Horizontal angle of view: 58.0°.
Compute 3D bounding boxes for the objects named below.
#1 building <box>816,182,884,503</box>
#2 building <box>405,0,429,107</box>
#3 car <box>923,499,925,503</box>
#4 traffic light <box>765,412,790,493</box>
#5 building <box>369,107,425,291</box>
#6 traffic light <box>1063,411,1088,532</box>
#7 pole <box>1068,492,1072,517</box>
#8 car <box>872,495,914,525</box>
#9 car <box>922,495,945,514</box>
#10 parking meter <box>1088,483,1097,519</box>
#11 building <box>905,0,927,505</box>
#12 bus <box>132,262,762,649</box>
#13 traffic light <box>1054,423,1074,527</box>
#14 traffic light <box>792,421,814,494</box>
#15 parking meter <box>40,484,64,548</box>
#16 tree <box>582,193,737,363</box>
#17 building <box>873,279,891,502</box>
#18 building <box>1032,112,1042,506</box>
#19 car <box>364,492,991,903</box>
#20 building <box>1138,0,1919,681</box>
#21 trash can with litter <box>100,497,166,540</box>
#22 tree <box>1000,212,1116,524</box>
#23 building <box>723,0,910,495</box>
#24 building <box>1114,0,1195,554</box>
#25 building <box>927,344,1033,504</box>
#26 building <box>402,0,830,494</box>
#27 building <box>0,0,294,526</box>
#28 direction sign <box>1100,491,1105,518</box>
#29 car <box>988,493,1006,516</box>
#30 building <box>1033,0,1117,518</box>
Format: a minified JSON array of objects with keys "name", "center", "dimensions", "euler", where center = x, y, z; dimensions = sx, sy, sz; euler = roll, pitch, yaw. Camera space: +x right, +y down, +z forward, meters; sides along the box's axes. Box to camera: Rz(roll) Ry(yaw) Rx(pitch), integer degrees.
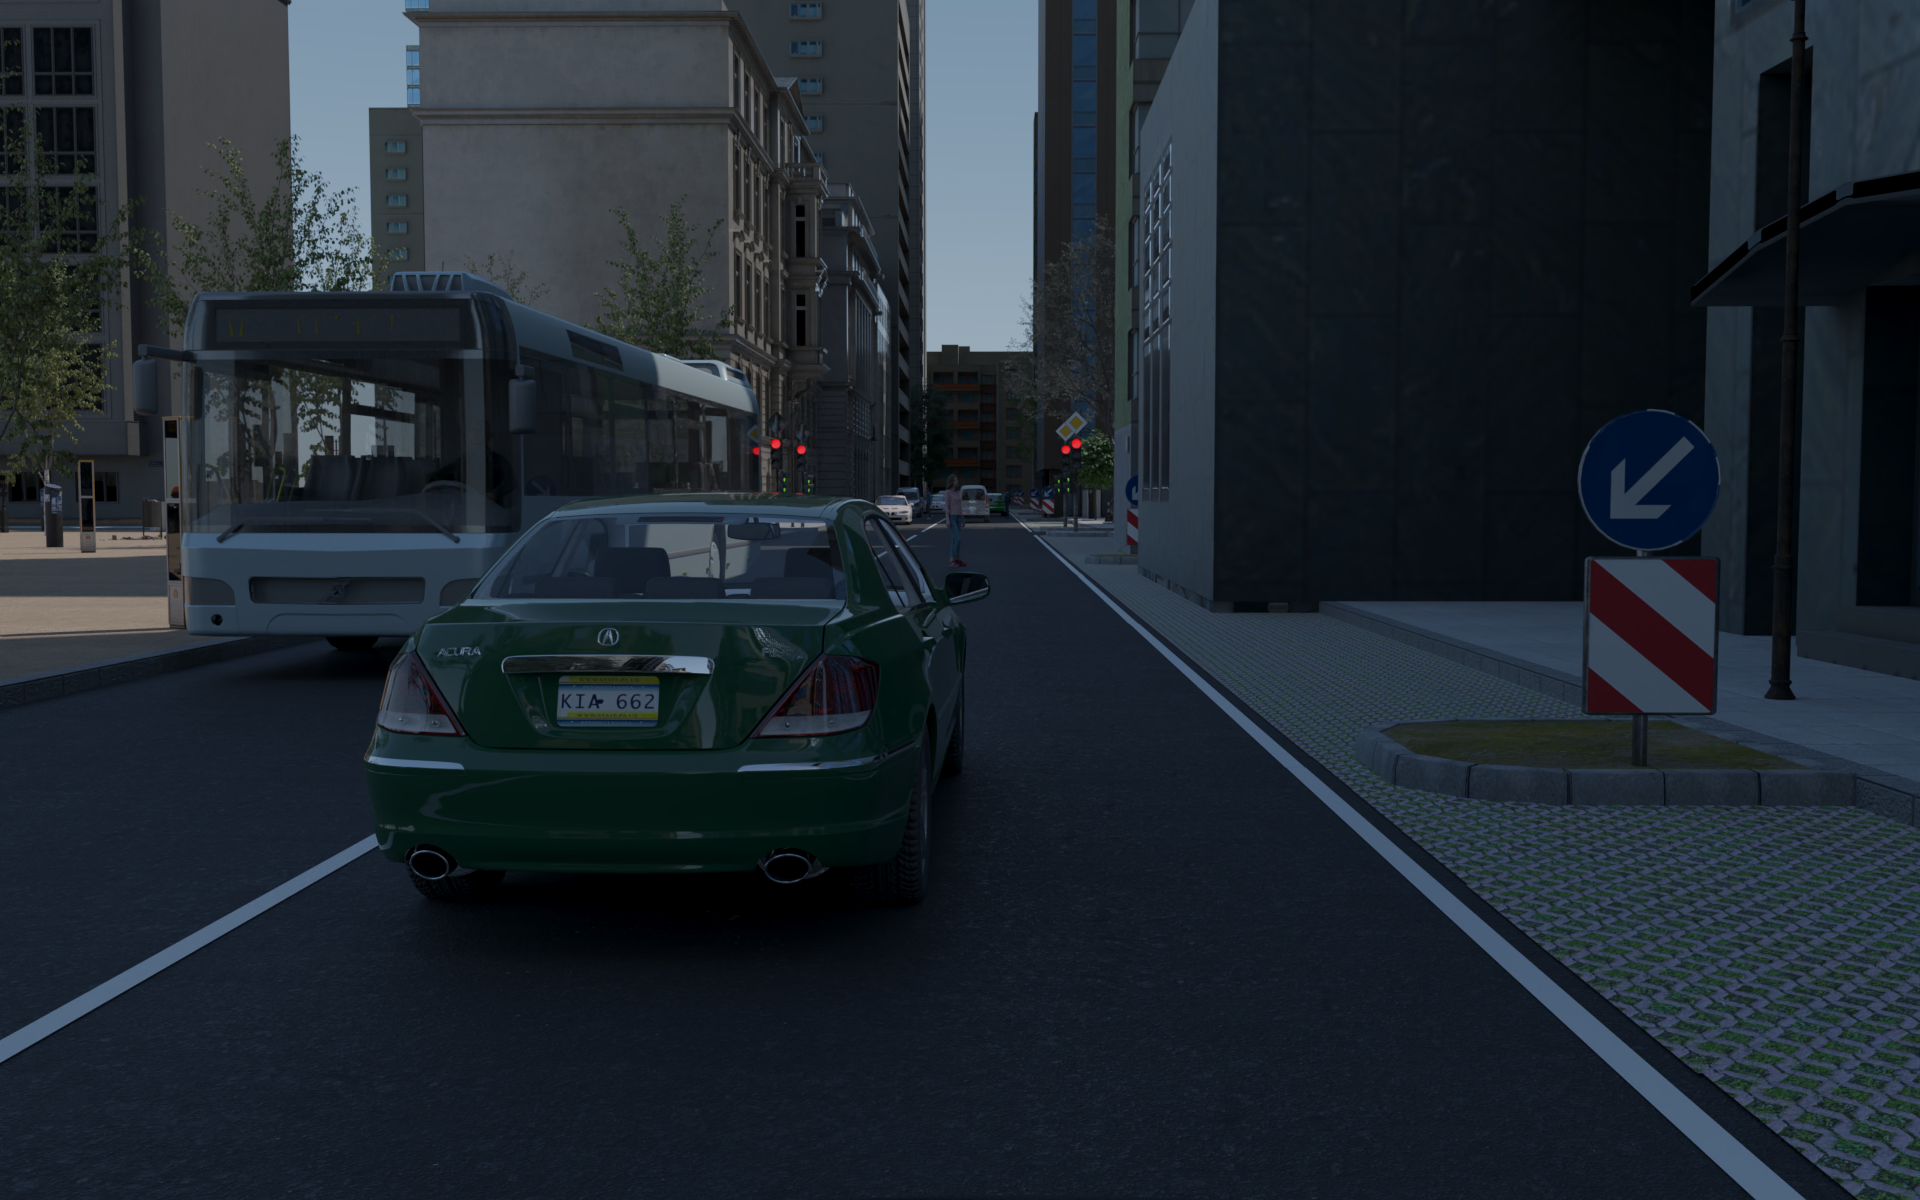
[{"name":"building","center":[-12.269,-16.573,112.768],"dimensions":[13.314,21.916,24.055],"euler":[0,4,1]},{"name":"building","center":[-61.589,-56.470,235.959],"dimensions":[31.000,86.520,22.319],"euler":[0,4,1]},{"name":"car","center":[-2.530,-9.094,161.269],"dimensions":[1.945,1.354,3.894],"euler":[0,4,2]},{"name":"traffic light","center":[-6.200,-4.277,58.851],"dimensions":[0.839,4.253,0.868],"euler":[0,4,1]},{"name":"building","center":[-56.336,-35.714,207.632],"dimensions":[21.600,48.544,21.300],"euler":[0,4,1]},{"name":"traffic light","center":[3.910,-4.268,58.699],"dimensions":[0.839,4.253,0.868],"euler":[0,4,1]},{"name":"pole","center":[6.089,-6.227,95.651],"dimensions":[0.158,3.312,0.155],"euler":[0,3,0]},{"name":"car","center":[-3.204,-4.225,81.443],"dimensions":[2.083,1.381,4.827],"euler":[0,4,0]},{"name":"car","center":[-1.786,-7.066,127.888],"dimensions":[2.083,1.381,4.827],"euler":[0,4,0]},{"name":"parking meter","center":[6.799,-5.093,88.979],"dimensions":[0.255,1.863,0.399],"euler":[-3,5,-40]},{"name":"building","center":[-14.610,-47.031,207.215],"dimensions":[20.611,71.187,20.563],"euler":[0,4,1]},{"name":"bus","center":[-4.460,-1.461,18.748],"dimensions":[2.948,3.499,13.247],"euler":[0,4,2]},{"name":"traffic light","center":[4.044,-4.756,66.683],"dimensions":[0.839,4.253,0.868],"euler":[0,4,1]},{"name":"traffic light","center":[-6.066,-4.765,66.835],"dimensions":[0.839,4.253,0.868],"euler":[0,4,1]},{"name":"parking meter","center":[-21.803,-2.035,41.678],"dimensions":[0.372,1.533,0.369],"euler":[0,3,0]},{"name":"tree","center":[-7.552,-5.671,43.080],"dimensions":[4.737,8.622,4.395],"euler":[0,3,0]},{"name":"building","center":[-10.970,-17.051,133.529],"dimensions":[10.420,20.320,16.860],"euler":[0,4,1]},{"name":"building","center":[14.906,-30.879,188.471],"dimensions":[14.154,41.232,14.086],"euler":[0,4,1]},{"name":"car","center":[-0.950,0.261,7.527],"dimensions":[2.131,1.459,4.920],"euler":[0,4,3]},{"name":"building","center":[14.103,-42.828,12.910],"dimensions":[22.319,86.520,31.000],"euler":[0,4,1]},{"name":"trash can with litter","center":[-23.176,-2.305,48.741],"dimensions":[1.678,1.210,2.233],"euler":[3,5,41]},{"name":"tree","center":[6.792,-10.078,75.152],"dimensions":[12.009,13.543,11.850],"euler":[0,3,0]},{"name":"building","center":[-15.534,-32.345,152.548],"dimensions":[21.300,48.544,21.600],"euler":[0,4,1]},{"name":"building","center":[11.001,-22.094,44.834],"dimensions":[14.154,41.232,14.086],"euler":[0,4,1]},{"name":"building","center":[-0.442,-24.137,239.677],"dimensions":[28.899,21.520,27.650],"euler":[0,4,1]},{"name":"building","center":[-13.654,-16.164,83.368],"dimensions":[14.460,24.649,34.723],"euler":[0,4,1]},{"name":"building","center":[-42.979,-17.132,73.622],"dimensions":[24.014,27.812,14.314],"euler":[0,4,1]},{"name":"direction sign","center":[7.712,-6.251,94.208],"dimensions":[0.876,3.537,0.379],"euler":[-1,4,-20]},{"name":"car","center":[2.100,-6.374,113.007],"dimensions":[1.959,1.807,4.718],"euler":[0,4,-1]},{"name":"building","center":[11.698,-27.654,102.259],"dimensions":[14.600,45.320,14.200],"euler":[0,4,1]}]
